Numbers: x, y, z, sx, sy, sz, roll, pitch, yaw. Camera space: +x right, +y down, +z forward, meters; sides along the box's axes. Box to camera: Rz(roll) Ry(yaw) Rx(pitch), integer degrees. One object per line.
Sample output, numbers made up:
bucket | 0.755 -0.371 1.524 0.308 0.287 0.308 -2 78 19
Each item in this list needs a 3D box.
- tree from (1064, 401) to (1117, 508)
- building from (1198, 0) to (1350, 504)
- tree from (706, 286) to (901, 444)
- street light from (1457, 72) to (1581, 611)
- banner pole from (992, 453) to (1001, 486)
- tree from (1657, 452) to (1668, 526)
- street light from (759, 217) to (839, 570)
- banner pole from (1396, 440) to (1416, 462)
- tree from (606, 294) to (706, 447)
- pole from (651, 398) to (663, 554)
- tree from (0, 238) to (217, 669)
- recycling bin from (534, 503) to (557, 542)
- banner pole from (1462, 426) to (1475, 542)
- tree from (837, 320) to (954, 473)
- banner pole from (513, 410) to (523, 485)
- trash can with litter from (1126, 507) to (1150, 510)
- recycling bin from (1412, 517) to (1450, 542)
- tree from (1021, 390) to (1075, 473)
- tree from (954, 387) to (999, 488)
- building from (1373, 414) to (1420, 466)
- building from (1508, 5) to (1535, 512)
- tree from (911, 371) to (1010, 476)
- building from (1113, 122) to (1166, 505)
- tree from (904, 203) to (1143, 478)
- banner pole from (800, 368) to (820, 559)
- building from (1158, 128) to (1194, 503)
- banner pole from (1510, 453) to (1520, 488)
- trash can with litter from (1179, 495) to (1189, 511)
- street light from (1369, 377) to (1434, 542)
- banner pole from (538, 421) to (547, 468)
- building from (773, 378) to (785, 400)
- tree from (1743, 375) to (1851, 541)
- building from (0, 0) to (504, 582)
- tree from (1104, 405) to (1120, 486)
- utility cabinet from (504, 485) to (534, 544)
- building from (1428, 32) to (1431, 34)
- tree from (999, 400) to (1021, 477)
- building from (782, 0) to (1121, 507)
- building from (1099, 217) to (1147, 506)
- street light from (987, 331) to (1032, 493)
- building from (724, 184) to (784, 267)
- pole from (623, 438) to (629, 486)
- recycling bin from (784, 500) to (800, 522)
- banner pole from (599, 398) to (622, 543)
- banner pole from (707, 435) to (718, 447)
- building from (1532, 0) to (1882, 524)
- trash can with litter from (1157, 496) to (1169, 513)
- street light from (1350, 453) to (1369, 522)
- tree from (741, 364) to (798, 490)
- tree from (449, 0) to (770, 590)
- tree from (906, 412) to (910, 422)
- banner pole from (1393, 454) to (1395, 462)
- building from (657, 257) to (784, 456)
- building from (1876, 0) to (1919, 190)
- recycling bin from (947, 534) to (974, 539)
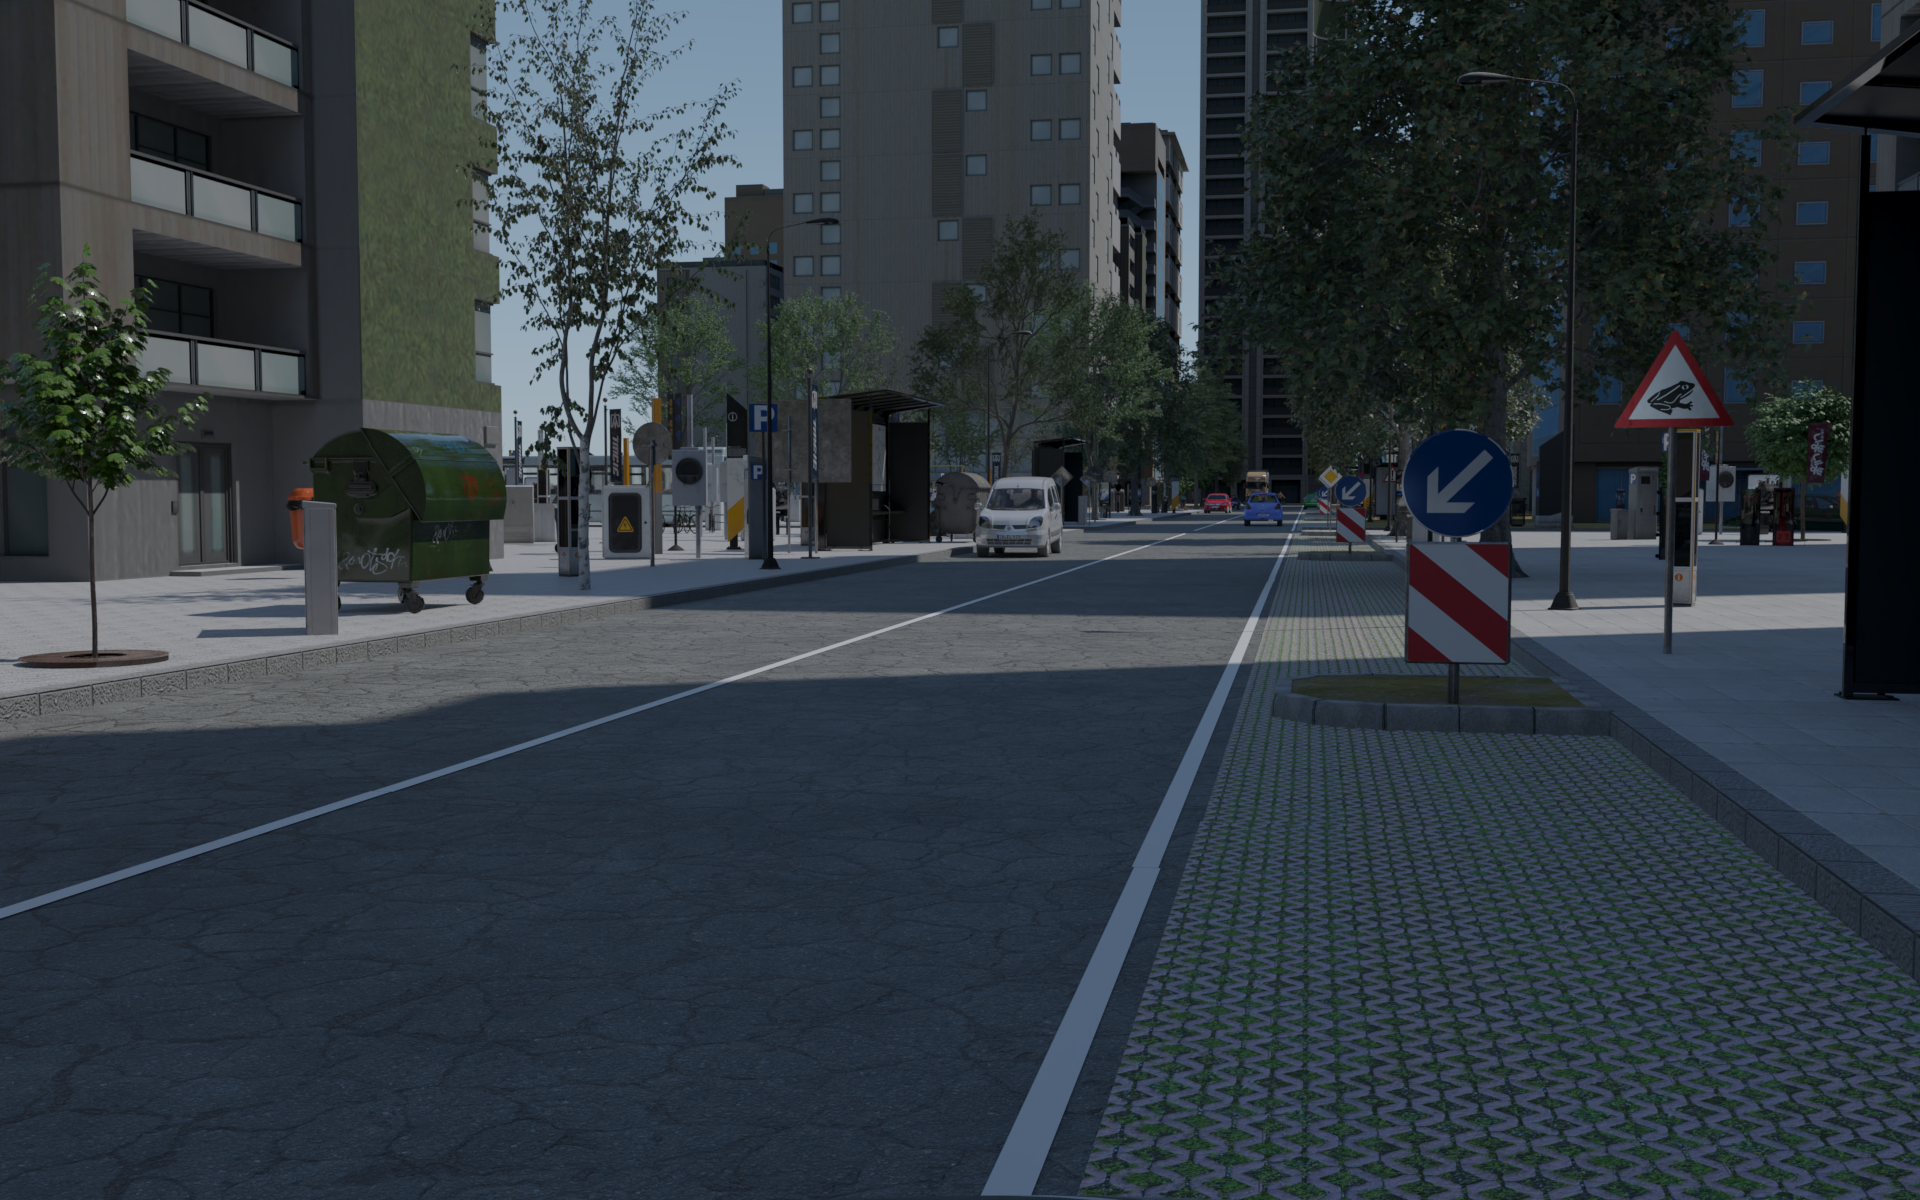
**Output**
tree | 9.938 -10.998 130.184 4.737 8.622 4.395 0 3 0
building | 44.211 -49.144 241.751 20.611 71.187 20.563 1 4 11
tree | -6.976 -9.779 85.648 9.928 11.665 9.643 0 3 0
street light | 6.180 -2.851 19.163 1.470 5.913 1.316 1 4 11
banner pole | 1.775 -6.227 91.834 0.863 3.779 0.401 1 4 14
tree | 28.477 -4.578 69.446 1.663 3.219 1.824 0 3 0
street light | -2.711 -3.472 29.300 1.470 5.913 1.316 1 4 11
banner pole | 15.248 -4.200 58.683 0.401 3.779 0.863 -1 4 -21
tree | -14.633 -9.991 89.109 9.928 11.665 9.643 0 3 0
pole | -6.449 -2.631 36.864 0.158 3.312 0.155 0 3 0
tree | -6.519 -1.140 13.239 1.663 3.219 1.824 0 3 0
recycling bin | -11.136 -2.083 46.612 0.722 1.027 0.722 0 4 4
banner pole | 13.676 -3.463 46.634 0.863 3.779 0.401 -1 4 -19
tree | -3.292 -7.578 74.257 4.360 8.622 3.978 0 3 0
banner pole | -13.224 -3.785 51.901 0.401 3.779 0.863 0 4 3
trash can with litter | 14.879 -8.080 143.169 2.233 1.210 1.678 2 4 24
recycling bin | 11.457 -1.800 41.983 0.722 1.027 0.722 3 5 43
tree | 6.882 -10.692 125.181 4.360 8.622 3.978 0 3 0
tree | -0.512 -9.626 107.742 4.360 8.622 3.978 0 3 0
building | 70.034 -37.841 238.308 30.456 49.044 23.786 1 4 11
building | 45.301 -49.080 115.136 22.319 86.520 31.000 1 4 11
tree | 0.507 -9.276 102.021 4.737 8.622 4.395 0 3 0
building | 16.665 -34.006 206.107 14.200 45.320 14.600 1 4 11
tree | 1.542 -7.425 55.804 7.601 10.594 8.767 3 5 40
banner pole | -2.941 -2.729 34.635 0.401 3.779 0.863 1 4 10
building | 20.311 -40.425 250.185 27.495 52.752 28.713 1 4 11
banner pole | 29.844 -6.345 93.752 0.863 3.779 0.401 1 4 11
trash can with litter | 17.486 -7.552 134.861 0.624 1.170 1.055 -1 4 -22
street light | 10.196 -4.093 39.467 1.470 5.913 1.316 1 4 11
banner pole | -14.267 -4.237 59.285 0.401 3.779 0.863 -3 4 -38
building | -6.317 -54.589 205.197 31.000 86.520 22.319 1 4 11
tree | 23.452 -3.926 47.906 4.285 4.588 4.351 0 3 0
building | -17.300 -21.057 27.884 14.154 41.232 14.086 1 4 11
tree | 11.972 -11.539 139.031 4.360 8.622 3.978 0 3 0
utility cabinet | -11.493 -2.174 44.229 1.173 1.500 0.318 -1 4 -9
building | 64.456 -36.665 188.717 28.713 52.752 27.495 1 4 11
tree | 3.832 -11.059 131.178 4.360 8.622 3.978 0 3 0
building | 0.316 -34.939 160.496 28.713 52.752 27.495 1 4 11
building | 11.698 -24.992 180.316 14.160 30.474 14.107 1 4 11
street light | 1.346 -4.708 49.509 1.470 5.913 1.316 1 4 11
building | -25.092 -36.827 252.231 14.200 45.320 14.600 1 4 11
pole | -12.116 -4.226 62.932 0.158 3.312 0.155 0 3 0
recycling bin | -7.657 -4.084 79.322 0.722 1.027 0.722 0 4 1
banner pole | -9.014 -3.353 44.846 0.863 3.779 0.401 3 5 39
banner pole | -10.551 -5.139 74.038 0.863 3.779 0.401 3 5 42
building | 34.780 -26.294 80.023 14.200 45.320 14.600 1 4 11
trash can with litter | 13.675 -6.518 117.954 1.055 1.170 0.624 2 4 26
street light | 14.258 -5.329 59.675 1.470 5.913 1.316 1 4 11
tree | -10.416 -9.034 98.074 4.737 8.622 4.395 0 3 0
tree | -4.906 -4.453 23.164 4.360 8.622 3.978 0 3 0
tree | -3.137 -11.310 135.281 4.737 8.622 4.395 0 3 0
banner pole | 25.257 -6.737 100.175 0.863 3.779 0.401 -1 4 -22
building | -28.538 -27.118 215.087 14.107 30.474 14.160 1 4 11
building | 27.898 -21.590 36.592 14.154 41.232 14.086 1 4 11
recycling bin | 0.083 -2.384 51.529 0.722 1.027 0.722 -3 4 -37
